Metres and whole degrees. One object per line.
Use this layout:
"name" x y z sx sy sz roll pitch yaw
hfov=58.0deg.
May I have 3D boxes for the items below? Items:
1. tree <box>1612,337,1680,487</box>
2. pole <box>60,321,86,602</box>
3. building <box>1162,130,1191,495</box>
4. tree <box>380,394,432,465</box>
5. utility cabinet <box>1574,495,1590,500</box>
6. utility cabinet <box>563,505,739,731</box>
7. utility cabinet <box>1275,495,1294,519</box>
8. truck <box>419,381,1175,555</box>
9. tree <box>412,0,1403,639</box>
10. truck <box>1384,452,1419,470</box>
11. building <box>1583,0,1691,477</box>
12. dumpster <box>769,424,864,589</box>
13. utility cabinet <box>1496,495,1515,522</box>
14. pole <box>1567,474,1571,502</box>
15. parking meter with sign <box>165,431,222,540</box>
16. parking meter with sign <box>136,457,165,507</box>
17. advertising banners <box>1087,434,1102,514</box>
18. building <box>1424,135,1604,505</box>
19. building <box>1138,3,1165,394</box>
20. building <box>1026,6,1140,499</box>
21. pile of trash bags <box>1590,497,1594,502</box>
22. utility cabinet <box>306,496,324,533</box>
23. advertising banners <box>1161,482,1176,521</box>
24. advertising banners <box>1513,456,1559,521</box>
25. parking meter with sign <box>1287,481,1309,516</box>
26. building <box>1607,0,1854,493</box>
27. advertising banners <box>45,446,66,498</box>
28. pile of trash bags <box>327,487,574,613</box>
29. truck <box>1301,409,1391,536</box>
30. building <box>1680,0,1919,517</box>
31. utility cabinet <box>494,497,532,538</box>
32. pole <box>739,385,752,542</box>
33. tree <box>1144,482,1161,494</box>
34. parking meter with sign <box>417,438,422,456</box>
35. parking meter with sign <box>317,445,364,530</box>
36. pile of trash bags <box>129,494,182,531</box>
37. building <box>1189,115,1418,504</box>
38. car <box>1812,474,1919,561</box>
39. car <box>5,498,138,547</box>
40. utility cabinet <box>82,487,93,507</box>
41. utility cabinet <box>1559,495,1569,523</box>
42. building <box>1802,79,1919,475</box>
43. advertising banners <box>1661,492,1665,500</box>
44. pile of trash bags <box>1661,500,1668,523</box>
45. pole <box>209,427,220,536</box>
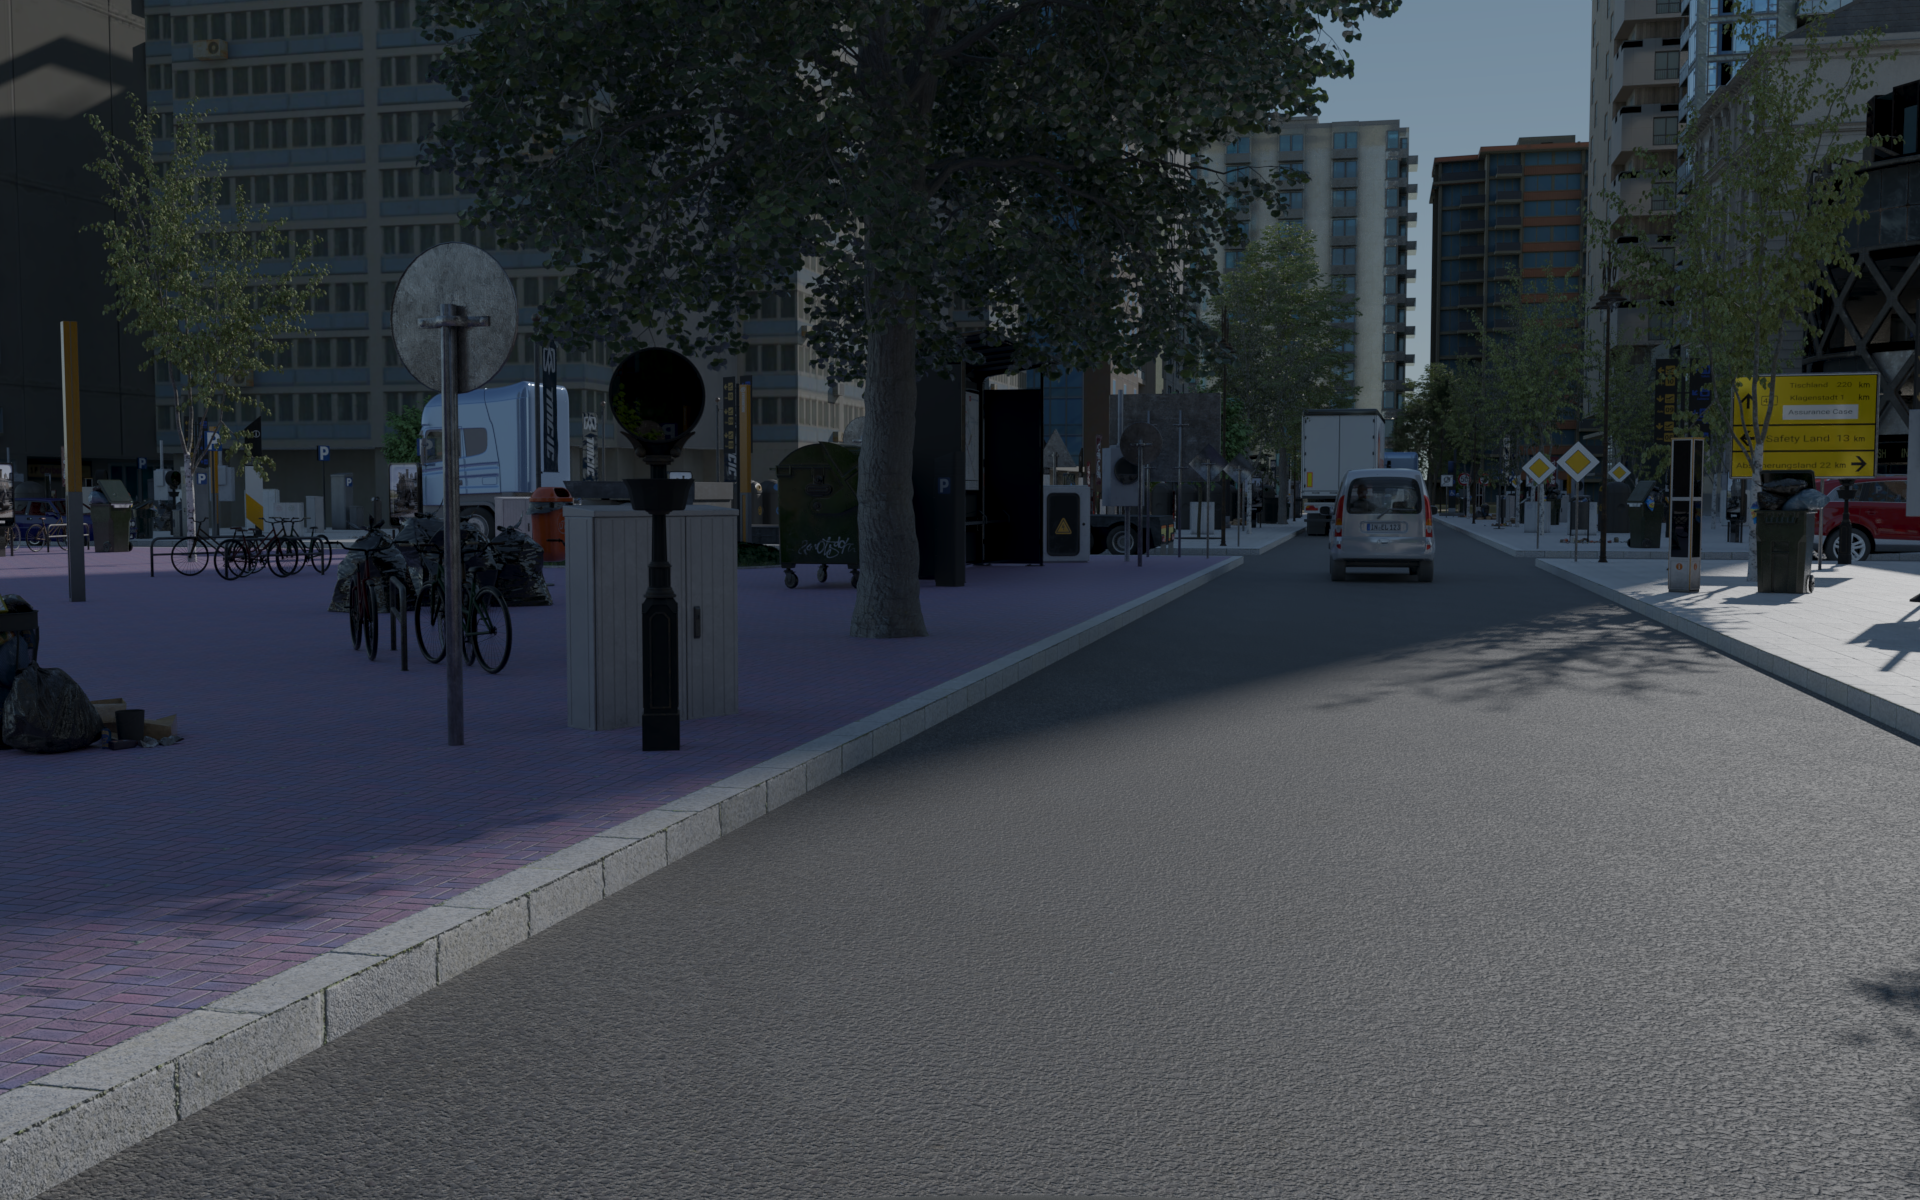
"tree" 32.062 -8.057 82.087 4.360 8.622 3.978 0 3 0
"pole" -10.533 -1.635 20.568 0.158 3.312 0.155 0 3 0
"building" 11.490 -44.775 170.321 20.611 71.187 20.563 1 4 13
"tree" -17.531 -4.486 57.060 4.285 4.588 4.351 0 3 0
"utility cabinet" 32.884 -4.916 91.531 1.020 1.237 0.306 -2 4 -34
"utility cabinet" -1.722 0.084 9.791 0.306 1.237 1.020 3 5 42
"utility cabinet" 17.030 -4.887 91.063 1.020 1.237 0.306 2 4 28
"truck" -4.458 -3.124 40.829 18.799 4.110 2.967 1 4 14
"tree" -0.585 -6.651 15.396 9.857 13.997 8.962 0 3 0
"truck" 26.773 -7.083 105.564 2.967 4.110 18.799 1 4 14
"building" 71.102 -34.488 153.111 28.713 52.752 27.495 1 4 13
"dumpster" -1.676 -1.322 24.113 1.502 2.255 1.985 1 4 13
"utility cabinet" 24.754 -4.123 78.580 0.306 1.237 1.020 -1 4 -17
"pole" 30.249 -5.637 86.009 0.158 3.312 0.155 0 3 0
"parking meter with sign" -21.430 -3.197 48.525 1.738 3.016 0.543 2 4 32
"parking meter with sign" -38.176 -5.259 82.247 1.738 3.016 0.543 1 4 19
"advertising banners" 3.743 -3.301 50.163 0.090 3.025 2.074 2 4 26
"building" 71.364 -34.262 214.808 28.867 44.769 22.147 1 4 13
"building" 8.714 -27.936 140.352 14.154 41.232 14.086 1 4 13
"building" 5.283 -29.139 126.532 14.600 45.320 14.200 1 4 13
"pile of trash bags" 37.967 -6.016 108.109 3.447 1.369 1.912 2 4 32
"utility cabinet" -21.385 -2.831 57.442 0.306 1.237 1.020 -3 4 -36
"advertising banners" 10.196 -5.319 83.153 0.090 3.025 2.074 3 5 43
"advertising banners" 26.770 -5.159 80.533 2.074 3.025 0.090 0 4 3
"parking meter with sign" 19.068 -6.279 98.928 1.738 3.016 0.543 2 4 24
"building" 60.955 -49.652 124.488 22.319 86.520 31.000 1 4 13
"advertising banners" -33.083 -4.083 62.952 2.074 3.025 0.090 1 4 11
"pile of trash bags" -5.565 -0.633 20.100 1.912 1.369 3.447 1 4 21
"truck" 13.969 -4.498 62.457 2.839 4.237 11.283 1 4 15
"building" 49.182 -18.911 96.578 14.401 28.519 23.554 1 4 13
"utility cabinet" -9.678 -1.636 37.905 0.306 1.237 1.020 2 4 35
"pole" -4.009 -2.357 32.379 0.158 3.312 0.155 0 3 0
"tree" 11.100 -6.437 99.846 1.663 3.219 1.824 0 3 0
"parking meter with sign" -16.561 -3.496 53.427 0.543 3.016 1.738 -1 4 -10
"parking meter with sign" -22.121 -4.019 61.966 1.738 3.016 0.543 2 4 24
"pile of trash bags" -28.642 -3.142 61.125 3.447 1.369 1.912 2 4 27
"building" 42.721 -36.874 222.504 30.456 49.044 23.786 1 4 13
"car" 18.970 -1.570 34.344 5.304 1.827 2.281 1 4 11
"car" -24.041 -2.053 46.148 3.894 1.354 1.945 1 4 14
"utility cabinet" -27.363 -2.805 54.539 0.318 1.500 1.173 2 4 27
"utility cabinet" 26.968 -4.104 78.267 1.020 1.237 0.306 1 4 12
"building" 46.088 -12.759 76.060 16.820 18.784 16.811 1 4 13
"advertising banners" 36.785 -5.725 89.790 2.074 3.025 0.090 -3 4 -38
"pile of trash bags" 31.290 -4.165 77.857 3.447 1.369 1.912 2 4 30
"pole" -22.557 -3.582 52.404 0.158 3.312 0.155 0 3 0
